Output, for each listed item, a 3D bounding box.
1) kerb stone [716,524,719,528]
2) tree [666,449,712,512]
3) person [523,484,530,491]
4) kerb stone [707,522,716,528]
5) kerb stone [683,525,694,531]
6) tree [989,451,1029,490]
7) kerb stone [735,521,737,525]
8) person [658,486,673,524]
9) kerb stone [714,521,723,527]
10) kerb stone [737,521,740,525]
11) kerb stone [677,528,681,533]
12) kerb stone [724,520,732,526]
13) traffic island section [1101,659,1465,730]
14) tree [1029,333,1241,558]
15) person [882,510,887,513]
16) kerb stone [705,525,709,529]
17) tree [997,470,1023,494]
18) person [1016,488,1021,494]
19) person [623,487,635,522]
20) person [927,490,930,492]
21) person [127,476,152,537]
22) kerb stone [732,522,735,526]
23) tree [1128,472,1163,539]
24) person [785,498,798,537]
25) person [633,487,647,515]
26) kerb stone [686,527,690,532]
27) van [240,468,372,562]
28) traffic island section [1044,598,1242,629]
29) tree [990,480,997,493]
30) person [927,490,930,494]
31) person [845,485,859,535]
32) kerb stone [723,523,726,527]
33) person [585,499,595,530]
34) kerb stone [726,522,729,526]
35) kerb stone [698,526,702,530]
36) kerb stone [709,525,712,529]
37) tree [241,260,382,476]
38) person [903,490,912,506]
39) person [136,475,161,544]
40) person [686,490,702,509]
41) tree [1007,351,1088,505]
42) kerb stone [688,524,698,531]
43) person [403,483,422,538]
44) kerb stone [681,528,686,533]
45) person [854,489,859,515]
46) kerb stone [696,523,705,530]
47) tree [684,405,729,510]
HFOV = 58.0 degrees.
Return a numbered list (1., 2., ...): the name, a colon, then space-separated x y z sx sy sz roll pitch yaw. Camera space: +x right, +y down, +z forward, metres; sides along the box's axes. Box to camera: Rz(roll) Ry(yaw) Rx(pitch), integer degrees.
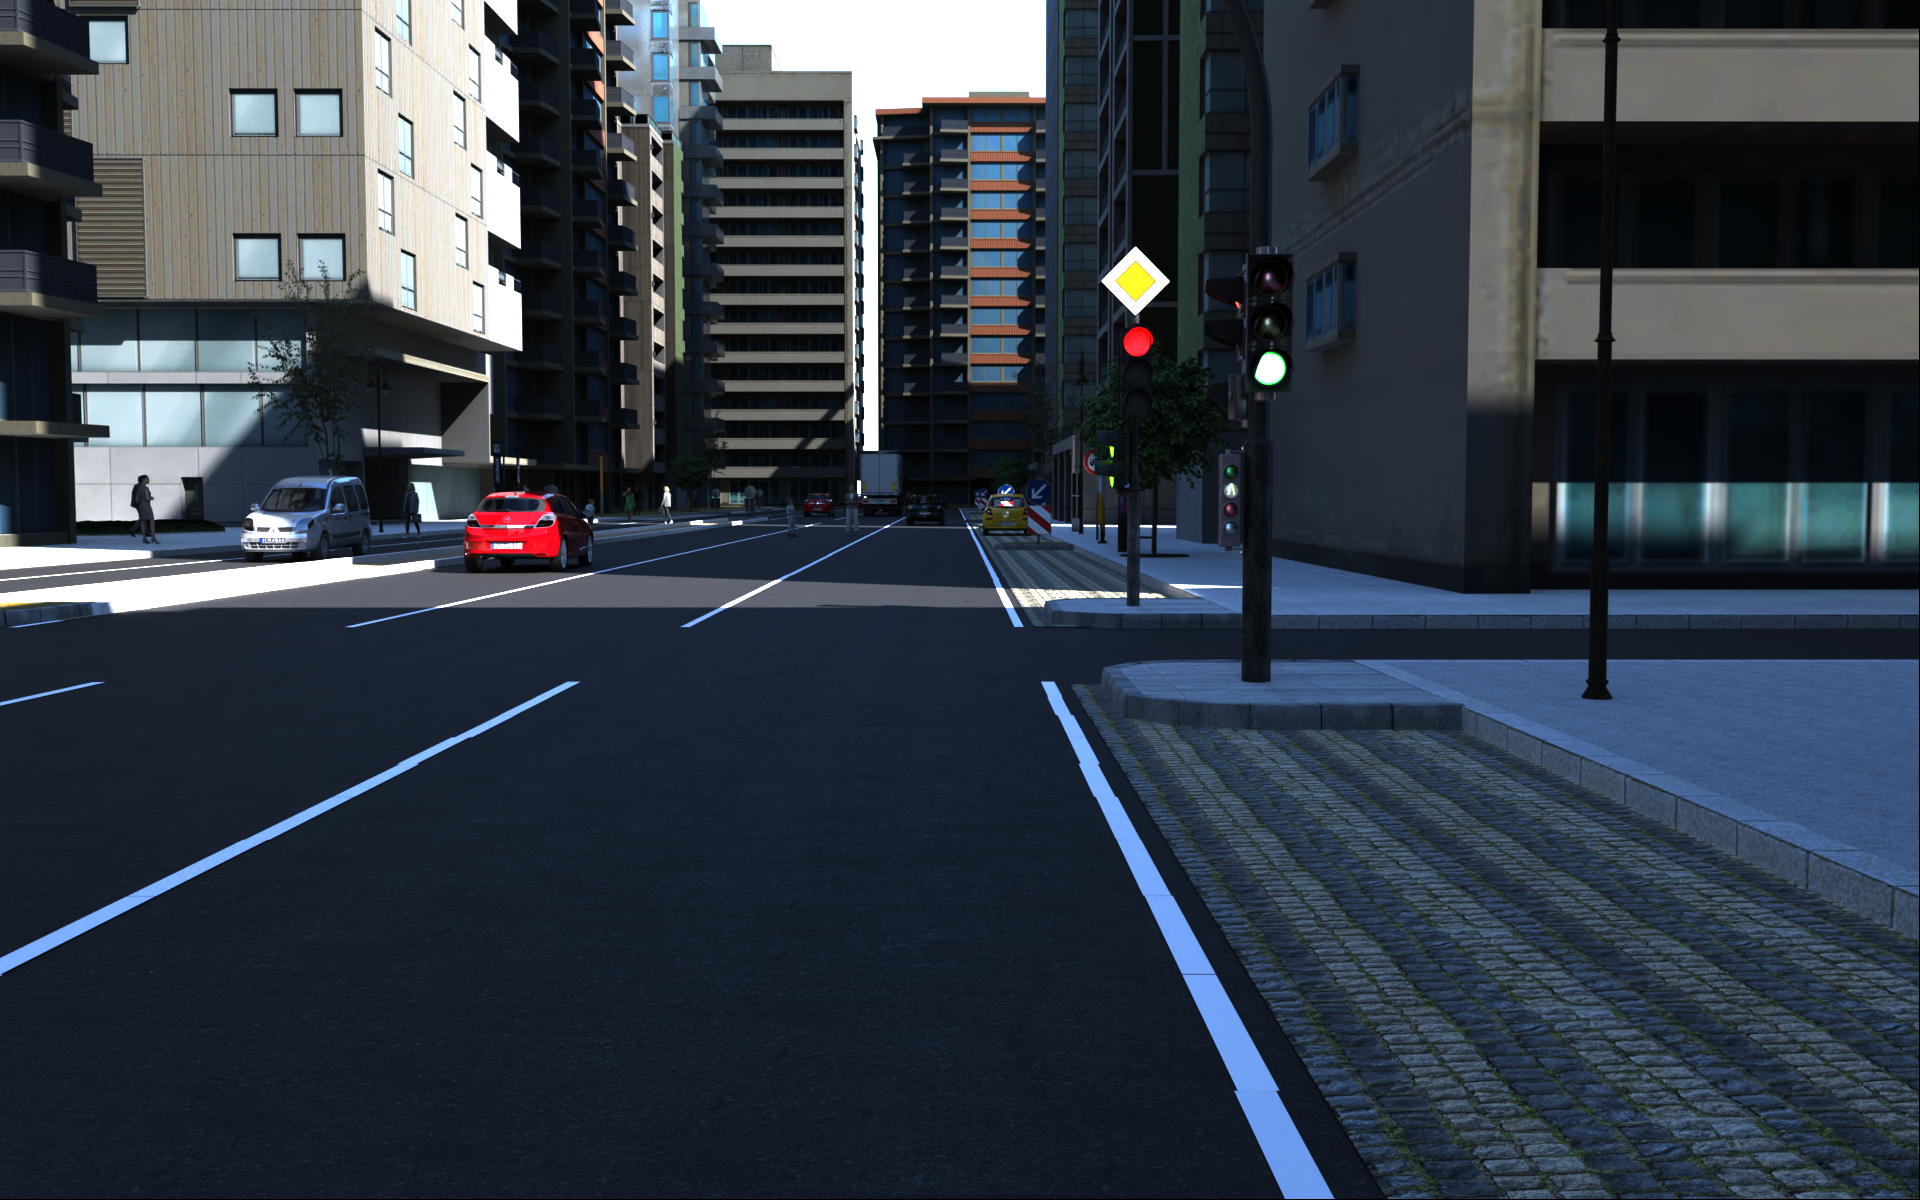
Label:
1. kerb stone: -10.403 -3.119 73.197 0.120 0.150 1.000 0 4 0
2. tree: -19.870 -8.774 127.173 4.285 4.588 4.351 0 3 0
3. person: -23.661 -5.394 94.349 0.853 1.813 0.709 1 4 13
4. kerb stone: -10.408 -3.057 72.172 0.120 0.150 1.000 0 4 0
5. kerb stone: -10.380 -2.681 66.031 0.120 0.150 1.000 0 4 0
6. tree: 3.871 -9.181 133.815 4.285 4.588 4.351 0 3 0
7. kerb stone: -10.432 -3.496 79.350 0.120 0.150 1.000 0 4 0
8. person: -13.829 -4.453 81.483 0.728 1.800 0.709 2 4 29
9. kerb stone: -10.408 -3.182 74.219 0.120 0.150 1.000 0 4 0
10. kerb stone: -10.442 -3.558 80.376 0.120 0.150 1.000 0 4 0
11. kerb stone: -10.364 -2.492 62.942 0.120 0.150 1.000 0 4 0
12. kerb stone: -10.429 -3.371 77.305 0.120 0.150 1.000 0 4 0
13. traffic island section: 2.046 0.635 11.906 2.009 0.180 2.903 0 4 0
14. tree: 4.028 -3.167 35.489 4.285 4.588 4.351 0 3 0
15. person: -5.698 -7.487 130.878 1.348 1.831 0.705 0 4 -1
16. kerb stone: -10.393 -2.932 70.128 0.120 0.150 1.000 0 4 0
17. tree: 4.312 -8.927 140.555 1.663 3.219 1.824 0 3 0
18. person: 3.872 -6.746 117.163 0.721 1.723 1.217 -1 4 -17
19. person: -16.816 -4.856 88.145 0.600 1.795 0.529 0 4 -3
20. person: -2.995 -9.709 166.867 0.705 1.869 1.348 -2 4 -29
21. person: -24.424 -2.783 51.643 0.679 1.850 0.850 3 4 38
22. kerb stone: -10.430 -3.433 78.327 0.120 0.150 1.000 0 4 0
23. tree: 5.126 -3.389 50.014 1.663 3.219 1.824 0 3 0
24. person: -5.597 -2.748 57.703 0.394 1.301 0.425 1 4 12
25. person: -19.630 -6.011 105.146 1.217 1.723 0.721 0 4 -5
26. kerb stone: -10.379 -2.616 65.009 0.120 0.150 1.000 0 4 0
27. van: -14.286 -1.891 37.935 2.013 2.044 4.112 0 4 -1
28. traffic island section: 2.010 0.146 19.891 2.009 0.180 2.903 0 4 0
29. tree: 3.491 -10.086 159.501 1.663 3.219 1.824 0 3 0
30. person: -2.587 -7.966 139.458 1.217 1.735 0.721 1 4 23
31. person: -3.765 -3.134 60.295 0.519 1.759 0.362 0 4 7
32. kerb stone: -10.423 -3.244 75.242 0.120 0.150 1.000 0 4 0
33. person: -13.562 -3.076 63.484 0.332 1.250 0.352 2 4 24
34. kerb stone: -10.424 -3.307 76.269 0.120 0.150 1.000 0 4 0
35. kerb stone: -10.387 -2.806 68.078 0.120 0.150 1.000 0 4 0
36. kerb stone: -10.404 -2.990 71.150 0.120 0.150 1.000 0 4 0
37. tree: -19.773 -6.322 53.731 4.360 8.622 3.978 0 3 0
38. person: -4.948 -9.546 164.595 0.705 1.823 1.348 -3 4 -38
39. person: -21.006 -2.350 44.804 0.599 1.781 0.374 2 4 35
40. person: -22.283 -8.507 145.138 1.348 1.824 0.705 -1 4 -18
41. tree: 4.603 -8.533 89.883 4.360 8.622 3.978 0 3 0
42. kerb stone: -10.377 -2.743 67.056 0.120 0.150 1.000 0 4 0
43. person: -17.724 -2.906 56.201 0.709 1.800 0.728 1 4 23
44. kerb stone: -10.366 -2.555 63.973 0.120 0.150 1.000 0 4 0
45. person: -7.162 -6.812 120.398 0.750 1.759 0.617 3 5 41
46. kerb stone: -10.388 -2.869 69.104 0.120 0.150 1.000 0 4 0
47. tree: -20.837 -11.777 142.911 4.360 8.622 3.978 0 3 0
